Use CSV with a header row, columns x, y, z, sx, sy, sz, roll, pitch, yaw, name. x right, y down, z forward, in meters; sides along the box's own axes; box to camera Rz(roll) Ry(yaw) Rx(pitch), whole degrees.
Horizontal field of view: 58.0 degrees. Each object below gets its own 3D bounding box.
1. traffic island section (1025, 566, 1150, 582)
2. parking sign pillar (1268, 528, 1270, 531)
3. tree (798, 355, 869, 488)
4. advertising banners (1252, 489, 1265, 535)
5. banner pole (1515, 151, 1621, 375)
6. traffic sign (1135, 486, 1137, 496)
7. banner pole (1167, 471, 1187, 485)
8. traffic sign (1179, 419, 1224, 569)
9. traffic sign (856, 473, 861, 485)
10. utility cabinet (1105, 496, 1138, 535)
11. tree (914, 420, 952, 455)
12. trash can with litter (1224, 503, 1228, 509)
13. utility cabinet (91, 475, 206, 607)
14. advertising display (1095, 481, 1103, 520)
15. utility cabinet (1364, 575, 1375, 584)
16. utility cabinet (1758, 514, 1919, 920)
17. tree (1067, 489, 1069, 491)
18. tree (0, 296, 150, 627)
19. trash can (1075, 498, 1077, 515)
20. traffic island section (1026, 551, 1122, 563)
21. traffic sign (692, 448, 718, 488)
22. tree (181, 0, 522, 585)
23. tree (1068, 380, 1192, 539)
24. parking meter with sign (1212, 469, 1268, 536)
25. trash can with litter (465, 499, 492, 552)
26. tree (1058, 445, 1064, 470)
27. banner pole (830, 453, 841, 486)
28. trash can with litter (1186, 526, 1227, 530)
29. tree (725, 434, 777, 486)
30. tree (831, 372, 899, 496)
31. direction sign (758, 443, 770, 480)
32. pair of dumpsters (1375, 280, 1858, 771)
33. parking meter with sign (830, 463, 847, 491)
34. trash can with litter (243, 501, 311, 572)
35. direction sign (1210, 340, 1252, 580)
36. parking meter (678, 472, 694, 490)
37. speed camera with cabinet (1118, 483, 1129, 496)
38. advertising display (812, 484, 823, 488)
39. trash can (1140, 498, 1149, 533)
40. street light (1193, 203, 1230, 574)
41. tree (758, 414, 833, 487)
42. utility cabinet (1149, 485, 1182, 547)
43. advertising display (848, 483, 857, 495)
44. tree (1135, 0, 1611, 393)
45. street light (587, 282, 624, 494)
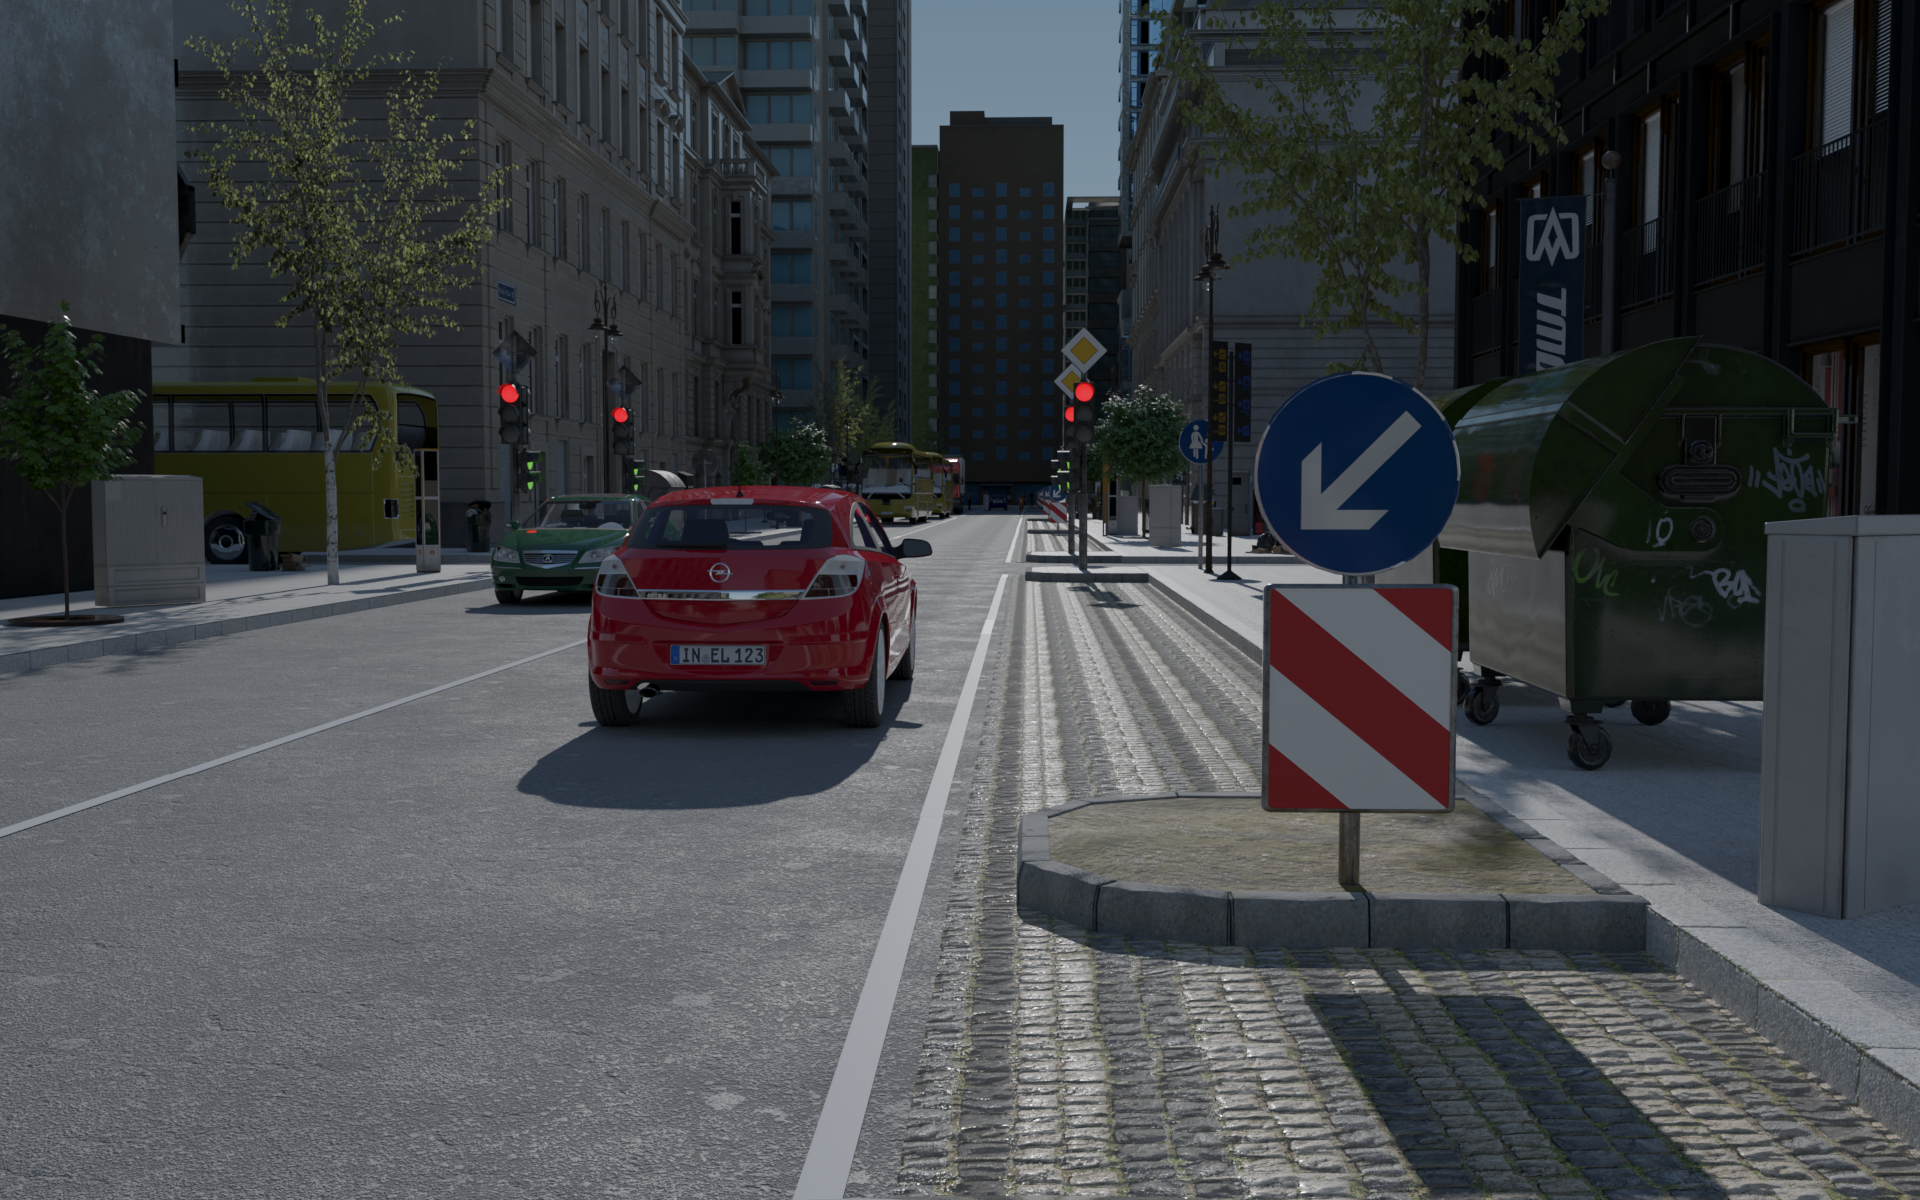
x,y,z,sx,sy,sz,roll,pitch,yaw,name
2.108,-0.433,29.368,2.009,0.180,2.903,0,4,2,traffic island section
11.083,-4.362,59.787,1.447,3.967,1.447,0,4,5,parking sign pillar
-6.841,-8.675,92.193,4.360,8.622,3.978,0,3,0,tree
9.316,-3.539,54.055,2.074,3.025,0.090,-2,4,-32,advertising banners
4.538,-1.396,12.837,0.863,3.779,0.401,1,4,21,banner pole
5.616,-3.374,55.271,0.768,2.556,0.104,1,4,10,traffic sign
7.428,-4.268,59.801,0.863,3.779,0.401,1,4,9,banner pole
4.120,-1.804,29.608,0.768,2.556,0.104,0,4,8,traffic sign
-5.680,-6.181,101.163,0.768,2.556,0.104,1,4,8,traffic sign
5.099,-2.660,54.655,1.020,1.237,0.306,0,4,1,utility cabinet
-2.606,-13.562,172.103,4.737,8.622,4.395,0,3,0,tree
9.107,-2.768,56.643,0.624,1.170,1.055,2,4,32,trash can with litter
-9.302,-0.686,19.895,0.318,1.500,1.173,2,4,35,utility cabinet
6.971,-5.002,86.995,0.123,1.923,0.974,-1,4,-13,advertising display
5.434,-0.814,21.983,1.173,1.500,0.318,-3,4,-38,utility cabinet
2.986,0.341,5.583,1.020,1.237,0.306,-2,4,-35,utility cabinet
9.067,-8.712,137.039,1.663,3.219,1.824,0,3,0,tree
-8.755,-1.371,17.011,1.663,3.219,1.824,0,3,0,tree
6.959,-5.472,101.115,0.748,1.137,0.748,0,3,0,trash can
2.424,-0.921,37.347,2.009,0.180,2.903,0,4,2,traffic island section
-7.131,-2.954,48.398,0.768,2.556,0.104,1,4,8,traffic sign
-8.638,-4.518,24.237,4.360,8.622,3.978,0,3,0,tree
5.312,-4.056,50.029,4.285,4.588,4.351,0,3,0,tree
8.526,-3.456,52.771,1.738,3.016,0.543,1,4,19,parking meter with sign
-10.752,-1.649,38.347,0.624,1.170,1.055,-2,4,-31,trash can with litter
6.821,-6.834,95.445,4.285,4.588,4.351,0,3,0,tree
-7.091,-6.593,97.808,0.863,3.779,0.401,0,4,0,banner pole
8.710,-3.149,62.547,1.678,1.210,2.233,0,4,1,trash can with litter
-6.964,-3.758,56.046,1.663,3.219,1.824,0,3,0,tree
-5.858,-9.480,105.362,4.737,8.622,4.395,0,3,0,tree
-8.710,-5.209,77.158,0.379,3.537,0.876,-3,5,-42,direction sign
3.412,-0.457,9.963,1.574,2.255,4.437,0,4,2,pair of dumpsters
-6.556,-6.094,95.906,0.543,3.016,1.738,-2,4,-32,parking meter with sign
-11.385,-1.072,28.910,1.055,1.170,0.624,0,4,4,trash can with litter
4.039,-2.072,25.879,0.876,3.537,0.379,-3,5,-40,direction sign
-7.106,-2.401,44.975,0.399,1.863,0.255,3,4,37,parking meter
7.202,-5.199,79.334,0.660,3.252,2.038,1,4,21,speed camera with cabinet
-8.816,-6.165,106.017,0.974,1.923,0.123,3,4,36,advertising display
6.312,-2.787,57.223,0.748,1.137,0.748,0,3,0,trash can
4.030,-3.369,27.872,0.468,5.910,1.993,0,4,2,street light
-6.756,-5.377,71.629,4.285,4.588,4.351,0,3,0,tree
4.936,-2.013,41.585,0.318,1.500,1.173,-1,4,-19,utility cabinet
-6.403,-5.828,100.502,0.974,1.923,0.123,-3,5,-41,advertising display
4.151,-4.055,16.661,4.737,8.622,4.395,0,3,0,tree
-7.715,-3.980,37.865,0.468,5.910,1.993,0,4,2,street light
